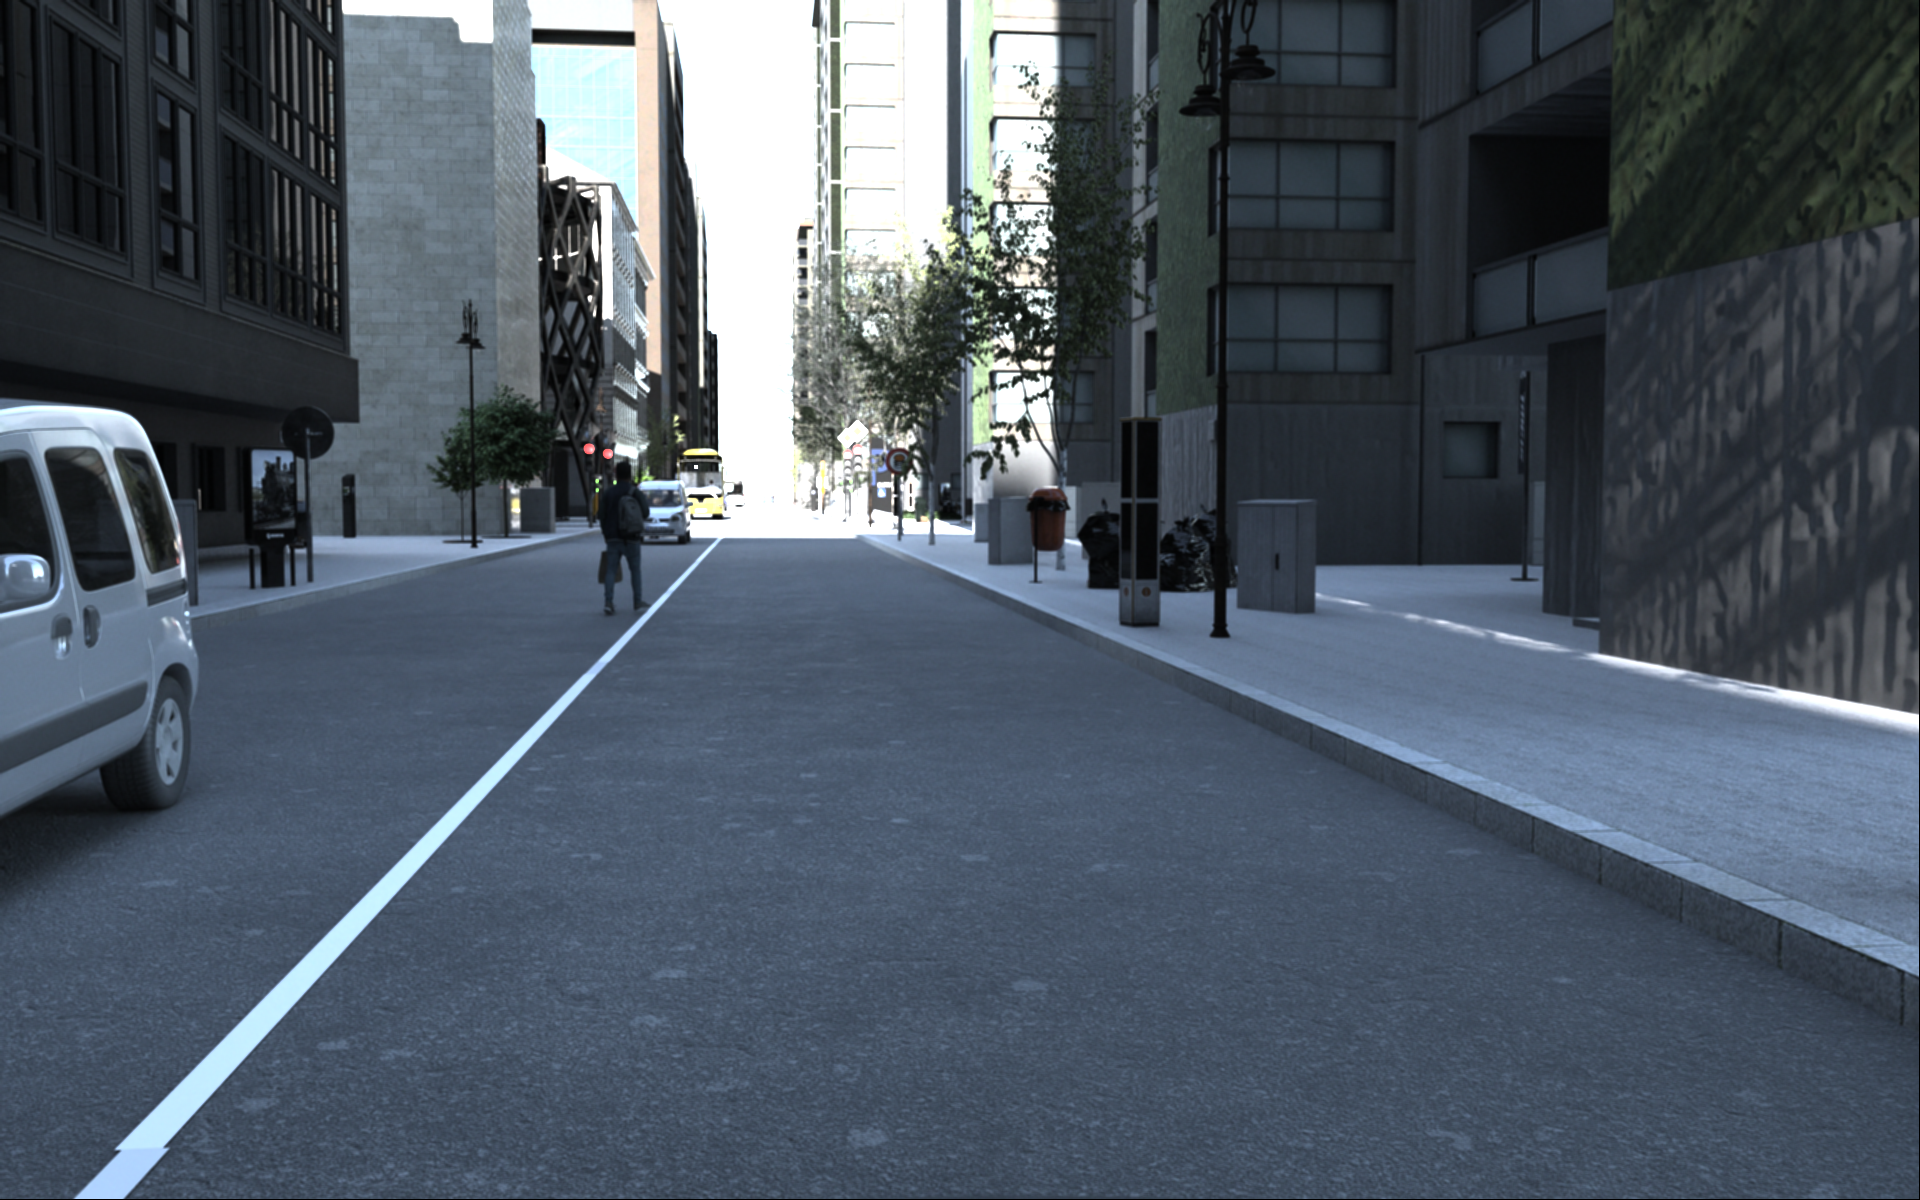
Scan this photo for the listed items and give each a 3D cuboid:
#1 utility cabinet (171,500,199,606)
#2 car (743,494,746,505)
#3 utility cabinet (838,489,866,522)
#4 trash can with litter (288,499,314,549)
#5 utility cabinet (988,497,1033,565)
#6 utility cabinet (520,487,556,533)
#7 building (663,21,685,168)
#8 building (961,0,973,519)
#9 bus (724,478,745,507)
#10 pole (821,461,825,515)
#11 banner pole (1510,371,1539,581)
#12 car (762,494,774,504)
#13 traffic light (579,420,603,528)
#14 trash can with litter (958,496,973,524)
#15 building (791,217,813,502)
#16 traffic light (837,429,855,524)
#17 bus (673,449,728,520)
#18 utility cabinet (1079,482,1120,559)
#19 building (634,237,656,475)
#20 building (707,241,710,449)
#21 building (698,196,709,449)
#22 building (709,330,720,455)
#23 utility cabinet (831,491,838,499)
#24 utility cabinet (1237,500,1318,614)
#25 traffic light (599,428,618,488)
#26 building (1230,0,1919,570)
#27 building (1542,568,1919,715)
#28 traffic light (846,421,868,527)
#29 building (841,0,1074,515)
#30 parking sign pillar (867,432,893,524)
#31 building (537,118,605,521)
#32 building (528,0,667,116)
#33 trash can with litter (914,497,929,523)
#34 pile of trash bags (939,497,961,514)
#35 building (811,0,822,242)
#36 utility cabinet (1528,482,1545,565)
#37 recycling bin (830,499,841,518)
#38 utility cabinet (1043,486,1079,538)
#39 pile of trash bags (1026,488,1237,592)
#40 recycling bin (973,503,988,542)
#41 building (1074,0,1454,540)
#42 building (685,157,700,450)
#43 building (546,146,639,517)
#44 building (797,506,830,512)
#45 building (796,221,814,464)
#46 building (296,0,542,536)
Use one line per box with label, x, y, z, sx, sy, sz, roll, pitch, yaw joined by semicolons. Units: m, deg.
utility cabinet;-9.265;-0.526;19.769;1.020;1.237;0.306;-1;4;-22
car;-28.360;-12.981;220.915;2.281;1.827;5.304;0;4;-6
utility cabinet;-4.809;-4.242;78.034;1.173;1.500;0.318;2;4;31
trash can with litter;-15.672;-1.818;41.117;0.624;1.170;1.055;-1;4;-20
utility cabinet;0.933;-1.262;31.795;0.306;1.237;1.020;3;5;40
utility cabinet;-13.891;-2.951;56.935;1.173;1.500;0.318;1;4;21
building;-38.272;-33.464;170.834;21.300;48.544;21.600;0;4;-6
building;15.046;-33.223;85.196;28.212;58.520;21.231;0;4;-6
bus;-25.401;-12.057;191.986;2.948;3.499;13.247;-1;4;-8
pole;-8.489;-6.941;107.328;0.158;3.312;0.155;0;3;0
banner pole;8.405;-2.189;25.813;0.401;3.779;0.863;0;4;7
car;-28.779;-15.164;259.940;2.014;1.417;4.499;0;4;-5
traffic light;-13.954;-4.681;65.452;0.839;4.253;0.868;0;4;-6
trash can with litter;0.877;-3.952;75.676;2.233;1.210;1.678;-1;4;-12
building;-17.992;-41.225;297.724;21.300;48.544;21.600;0;4;-6
traffic light;-4.865;-5.237;74.538;0.839;4.253;0.868;0;4;-6
bus;-14.680;-6.540;98.471;2.896;3.916;12.252;0;4;-8
utility cabinet;2.891;-1.507;33.319;0.318;1.500;1.173;-3;5;-44
building;-28.228;-17.604;123.975;11.583;22.565;21.152;0;4;-6
building;-48.273;-38.735;283.425;14.600;45.320;14.200;0;4;-6
building;-49.667;-39.218;264.909;21.300;48.544;21.600;0;4;-6
building;-48.749;-32.220;298.504;14.160;30.474;14.107;0;4;-6
utility cabinet;-8.913;-7.307;128.150;1.173;1.500;0.318;-1;4;-13
utility cabinet;3.466;-0.482;19.035;0.306;1.237;1.020;-2;4;-29
traffic light;-14.860;-5.166;73.386;0.839;4.253;0.868;0;4;-6
building;10.831;-21.626;37.175;14.154;41.232;14.086;0;4;-6
building;11.905;-20.276;15.111;14.154;41.232;14.086;0;4;-6
traffic light;-3.959;-4.751;66.605;0.839;4.253;0.868;0;4;-6
building;-0.887;-26.348;114.377;14.154;41.232;14.086;0;4;-6
parking sign pillar;-3.291;-5.268;74.611;1.447;3.967;1.447;2;4;24
building;-25.403;-13.073;81.195;16.820;18.784;16.811;0;4;-6
building;-33.178;-30.790;153.529;14.600;45.320;14.200;0;4;-6
trash can with litter;-1.625;-4.001;76.806;0.624;1.170;1.055;-1;4;-23
pile of trash bags;0.277;-5.765;104.006;3.447;1.369;1.912;3;5;39
building;0.341;-35.472;169.213;28.713;52.752;27.495;0;4;-6
utility cabinet;10.807;-1.365;31.001;1.173;1.500;0.318;0;4;2
recycling bin;-6.536;-4.919;92.980;0.722;1.027;0.722;-2;4;-27
utility cabinet;2.983;-2.549;50.349;1.173;1.500;0.318;3;4;39
pile of trash bags;2.278;-0.887;24.250;3.447;1.369;1.912;3;5;43
recycling bin;0.725;-2.072;46.435;0.722;1.027;0.722;0;4;-2
building;7.204;-22.958;58.950;14.154;41.232;14.086;0;4;-6
building;-38.004;-31.812;203.717;14.154;41.232;14.086;0;4;-6
building;-24.862;-15.613;104.428;9.793;20.994;18.267;0;4;-6
building;-2.774;-42.842;138.712;20.563;71.187;20.611;0;4;-6
building;-14.486;-37.791;272.500;22.147;44.769;28.867;0;4;-6
building;-23.191;-12.387;57.272;16.860;20.320;10.420;0;4;-6
